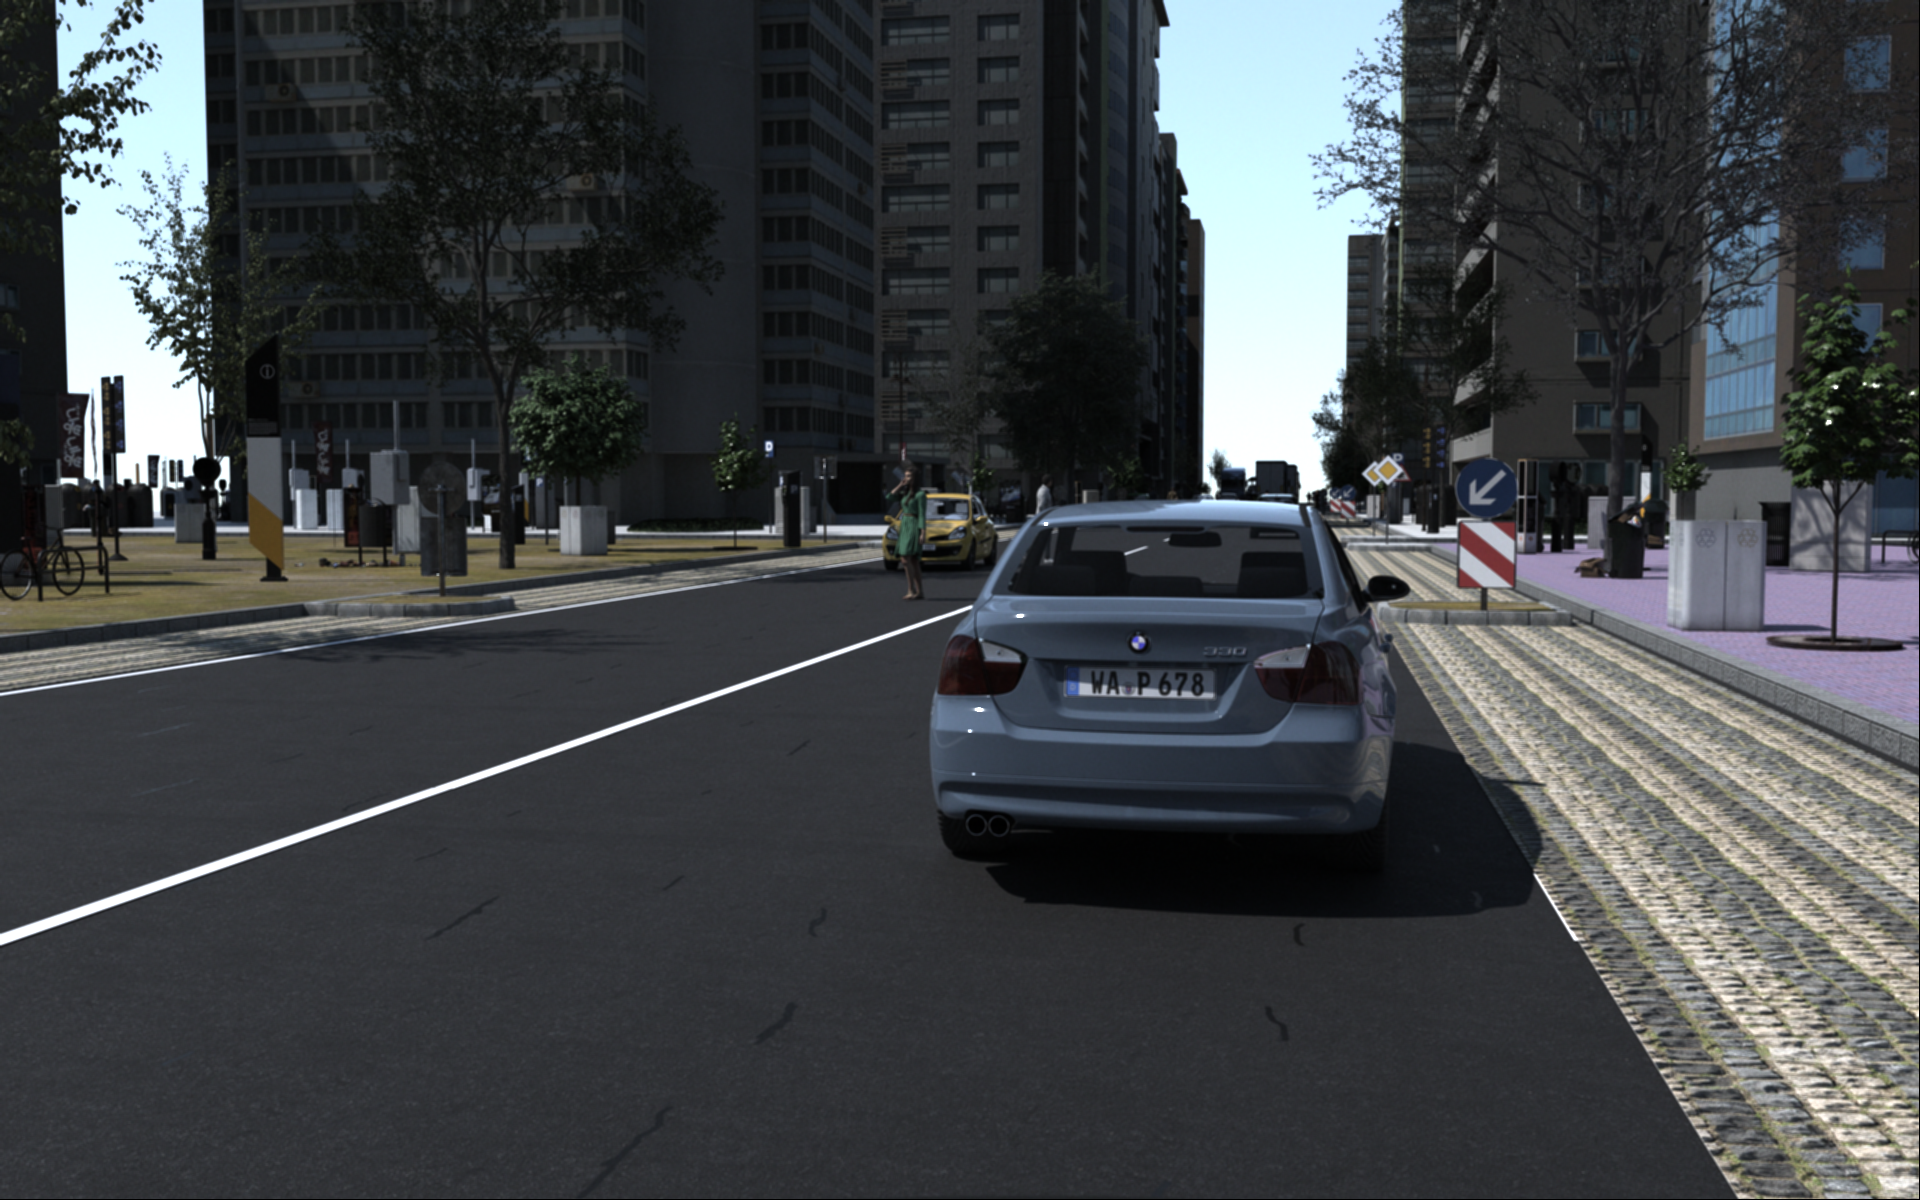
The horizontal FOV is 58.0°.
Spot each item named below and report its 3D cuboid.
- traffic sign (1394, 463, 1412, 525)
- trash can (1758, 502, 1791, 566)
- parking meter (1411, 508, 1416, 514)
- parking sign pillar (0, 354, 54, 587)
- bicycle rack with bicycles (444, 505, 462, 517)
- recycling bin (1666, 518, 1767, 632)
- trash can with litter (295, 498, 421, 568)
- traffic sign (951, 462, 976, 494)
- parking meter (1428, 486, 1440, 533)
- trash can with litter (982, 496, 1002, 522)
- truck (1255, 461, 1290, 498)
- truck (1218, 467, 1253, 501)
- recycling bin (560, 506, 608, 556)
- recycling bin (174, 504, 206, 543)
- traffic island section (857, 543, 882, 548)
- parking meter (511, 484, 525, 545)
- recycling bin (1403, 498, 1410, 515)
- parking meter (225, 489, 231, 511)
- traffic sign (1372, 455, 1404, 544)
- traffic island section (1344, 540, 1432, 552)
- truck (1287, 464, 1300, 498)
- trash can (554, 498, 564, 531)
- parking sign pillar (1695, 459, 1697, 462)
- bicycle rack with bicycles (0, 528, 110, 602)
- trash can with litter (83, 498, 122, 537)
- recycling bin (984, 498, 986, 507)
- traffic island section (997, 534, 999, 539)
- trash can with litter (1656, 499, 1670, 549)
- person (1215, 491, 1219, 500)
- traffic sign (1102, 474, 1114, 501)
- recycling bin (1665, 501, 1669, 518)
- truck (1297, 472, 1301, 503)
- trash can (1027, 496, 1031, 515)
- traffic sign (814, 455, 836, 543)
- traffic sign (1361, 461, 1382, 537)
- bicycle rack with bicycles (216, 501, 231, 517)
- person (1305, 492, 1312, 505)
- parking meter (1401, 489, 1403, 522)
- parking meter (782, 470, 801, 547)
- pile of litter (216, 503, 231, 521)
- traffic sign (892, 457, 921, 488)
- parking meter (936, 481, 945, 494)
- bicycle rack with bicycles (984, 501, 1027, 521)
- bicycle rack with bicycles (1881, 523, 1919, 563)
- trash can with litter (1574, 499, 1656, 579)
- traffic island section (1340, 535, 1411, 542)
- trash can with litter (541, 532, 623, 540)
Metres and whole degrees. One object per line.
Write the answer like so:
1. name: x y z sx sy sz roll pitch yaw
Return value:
1. traffic sign: 18.426 -4.428 72.404 0.884 2.594 0.081 1 4 12
2. trash can: 14.631 -1.177 30.898 0.748 1.137 0.748 0 3 0
3. parking meter: 29.007 -6.409 110.504 0.255 1.863 0.399 3 5 45
4. parking sign pillar: -13.632 -2.198 24.404 1.447 3.967 1.447 -3 5 -40
5. bicycle rack with bicycles: -17.977 -2.762 58.546 2.852 0.926 2.925 0 4 3
6. recycling bin: 7.192 -0.240 16.479 0.722 1.027 0.722 1 4 10
7. trash can with litter: -10.720 -1.206 30.776 2.233 1.210 1.678 1 4 16
8. traffic sign: 0.095 -3.109 54.478 0.795 2.450 0.064 1 4 11
9. parking meter: 15.663 -2.988 57.266 0.372 1.533 0.369 0 3 0
10. trash can with litter: 1.086 -4.231 80.231 1.678 1.210 2.233 -2 4 -34
11. truck: 27.214 -9.906 150.880 2.839 4.237 11.283 1 4 12
12. truck: 28.966 -11.689 180.876 2.967 4.110 18.799 1 4 12
13. recycling bin: -7.879 -1.450 36.257 0.722 1.027 0.722 3 4 38
14. recycling bin: -20.211 -2.016 45.520 0.722 1.027 0.722 -1 4 -19
15. traffic island section: -1.469 -1.494 46.708 2.009 0.180 2.903 1 4 11
16. parking meter: -11.270 -2.181 44.072 0.372 1.533 0.369 0 3 0
17. recycling bin: 26.586 -5.616 104.369 0.722 1.027 0.722 -3 4 -36
18. parking meter: -39.673 -5.232 93.956 0.372 1.533 0.369 0 3 0
19. traffic sign: 10.910 -2.481 44.202 0.795 2.450 0.064 1 4 11
20. traffic island section: 10.935 -1.345 44.275 2.009 0.180 2.903 1 4 11
21. truck: 31.724 -11.054 169.639 2.839 4.237 11.283 1 4 12
22. trash can: -13.906 -3.018 60.995 0.748 1.137 0.748 0 3 0
23. parking sign pillar: 29.874 -4.916 68.848 1.447 3.967 1.447 1 4 18
24. bicycle rack with bicycles: -12.011 -0.485 21.319 2.852 0.926 2.925 0 4 -1
25. trash can with litter: -25.607 -2.470 51.773 0.624 1.170 1.055 1 4 11
26. recycling bin: 1.021 -5.380 100.518 0.722 1.027 0.722 -3 5 -41
27. traffic island section: 0.071 -1.973 54.544 2.009 0.180 2.903 1 4 11
28. trash can with litter: 16.462 -1.803 40.860 0.624 1.170 1.055 1 4 17
29. person: 32.786 -12.978 220.693 0.705 1.824 1.348 -1 4 -16
30. traffic sign: 9.532 -6.803 111.339 0.768 2.556 0.104 1 4 12
31. recycling bin: 27.452 -3.300 66.509 0.722 1.027 0.722 -3 5 -42
32. truck: 42.256 -14.271 222.250 2.839 4.237 11.283 1 4 12
33. trash can: 3.904 -5.700 104.853 0.748 1.137 0.748 0 3 0
34. traffic sign: -3.544 -2.651 45.475 0.606 2.300 0.079 1 4 15
35. traffic sign: 12.450 -2.960 52.038 0.795 2.450 0.064 1 4 11
36. bicycle rack with bicycles: -39.331 -4.782 91.572 2.925 0.926 2.852 -2 4 -25
37. person: 44.363 -12.947 220.712 0.750 1.759 0.617 -3 4 -36
38. parking meter: 20.539 -4.442 81.044 0.372 1.533 0.369 0 3 0
39. parking meter: -4.063 -2.204 41.746 0.399 1.863 0.255 -2 4 -31
40. pile of litter: -35.105 -4.169 82.126 1.176 0.858 1.719 2 4 31
41. traffic sign: -1.445 -2.630 46.642 0.795 2.450 0.064 1 4 11
42. parking meter: -0.896 -4.468 78.766 0.399 1.863 0.255 1 4 18
43. bicycle rack with bicycles: 1.751 -4.327 84.126 2.925 0.926 2.852 -2 4 -29
44. bicycle rack with bicycles: 18.316 -1.120 31.693 2.852 0.926 2.925 0 4 -5
45. trash can with litter: 9.932 -0.920 26.430 1.055 1.170 0.624 3 5 39
46. traffic island section: 12.475 -1.824 52.111 2.009 0.180 2.903 1 4 11
47. trash can with litter: -10.471 -2.286 48.427 2.233 1.210 1.678 2 4 28
